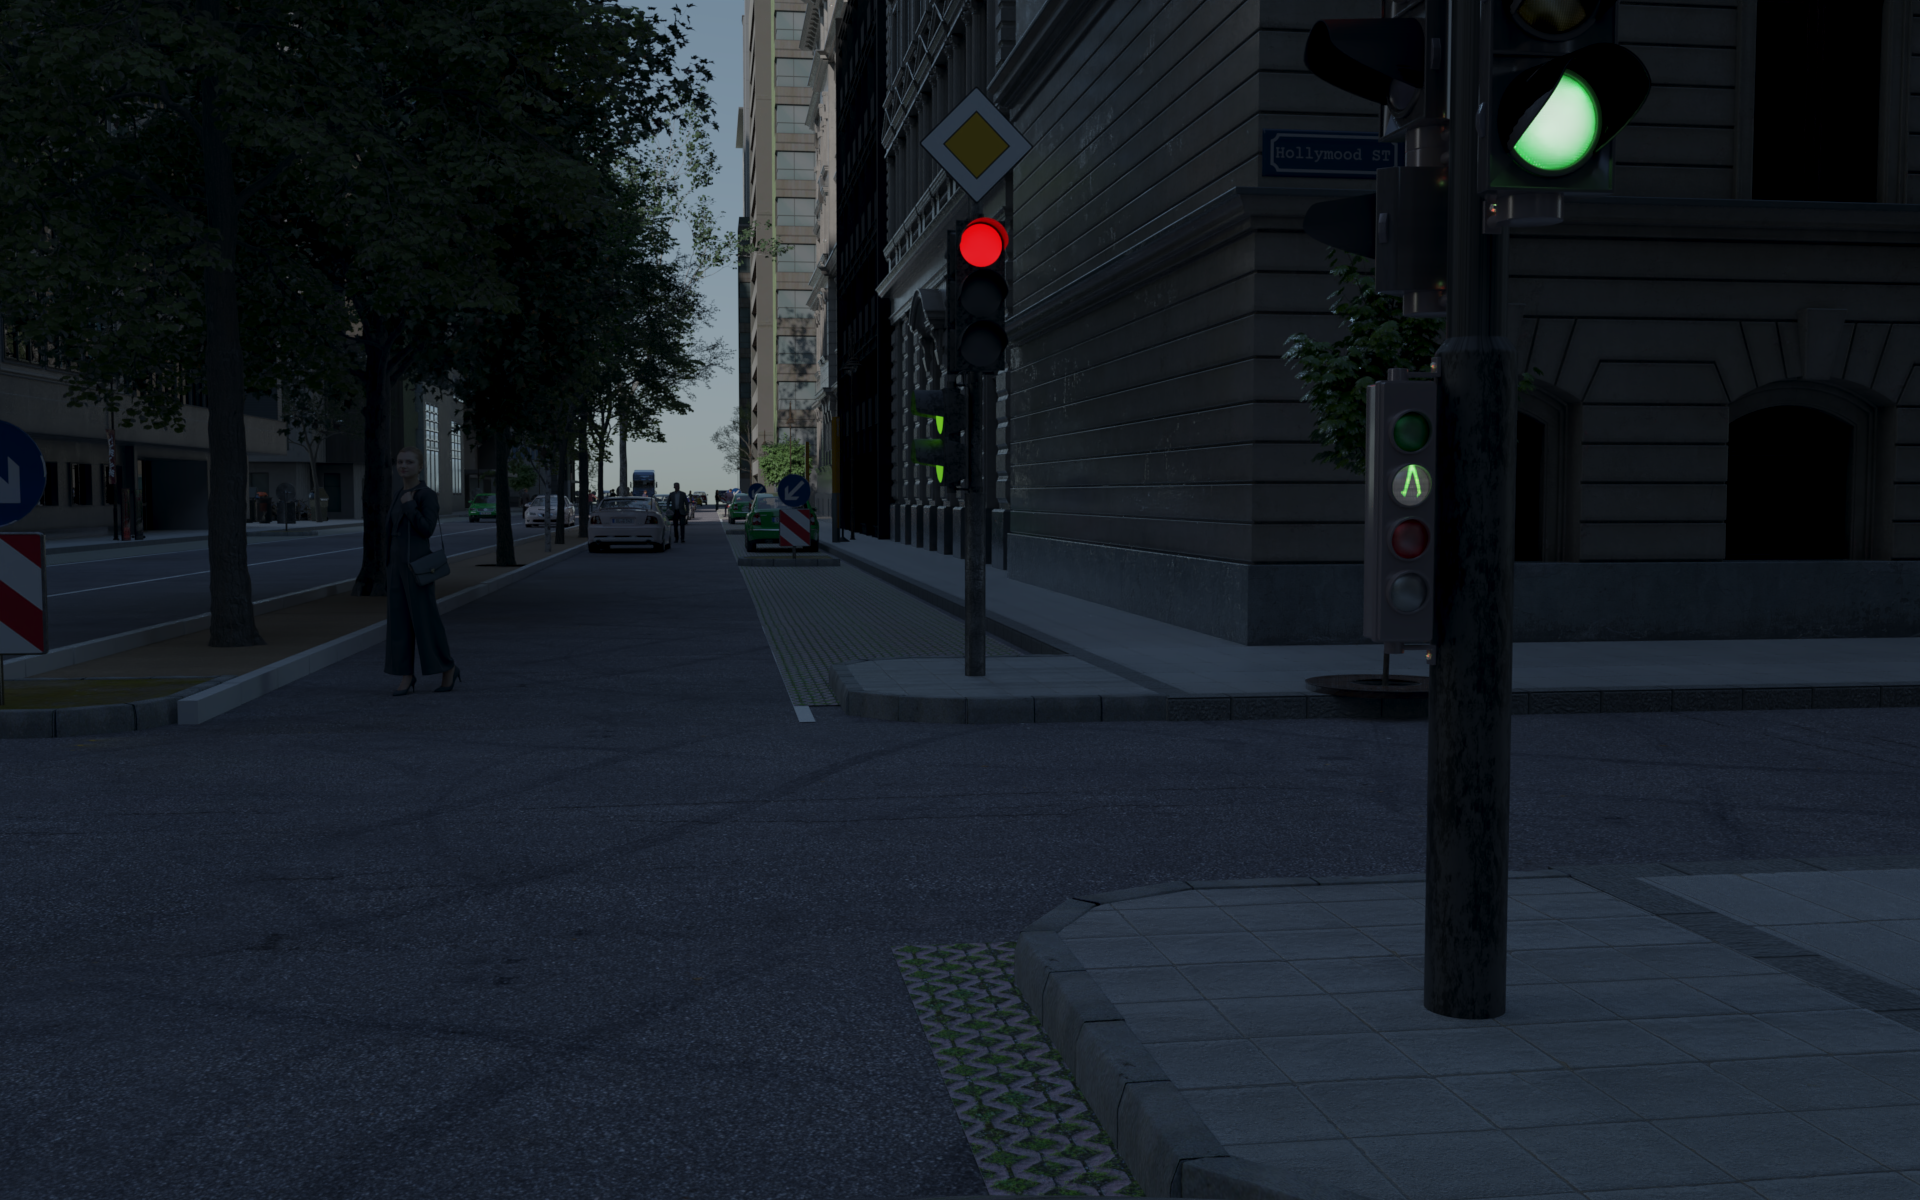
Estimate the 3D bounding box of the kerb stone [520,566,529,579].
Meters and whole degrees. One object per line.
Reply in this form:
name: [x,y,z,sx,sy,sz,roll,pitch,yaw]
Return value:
kerb stone: [-7.500,-0.444,29.502,0.120,0.150,1.000,-1,4,-8]

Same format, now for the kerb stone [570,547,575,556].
kerb stone: [-8.975,-1.067,39.635,0.120,0.150,1.000,-1,4,-8]

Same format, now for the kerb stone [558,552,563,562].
kerb stone: [-8.539,-0.881,36.596,0.120,0.150,1.000,-1,4,-8]

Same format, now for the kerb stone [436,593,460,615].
kerb stone: [-6.337,0.049,21.388,0.120,0.150,1.000,-1,4,-8]

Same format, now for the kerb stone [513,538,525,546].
kerb stone: [-12.365,-1.604,48.486,0.120,0.150,1.000,-1,4,-8]

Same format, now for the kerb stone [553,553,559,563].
kerb stone: [-8.389,-0.817,35.585,0.120,0.150,1.000,-1,4,-8]

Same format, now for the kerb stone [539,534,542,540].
kerb stone: [-13.104,-1.918,53.548,0.120,0.150,1.000,-1,4,-8]

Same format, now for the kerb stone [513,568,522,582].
kerb stone: [-7.358,-0.382,28.490,0.120,0.150,1.000,-1,4,-8]

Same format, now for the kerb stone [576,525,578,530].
kerb stone: [-15.152,-2.786,67.778,0.120,0.150,1.000,-1,4,-8]

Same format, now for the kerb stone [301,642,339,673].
kerb stone: [-5.316,0.483,14.303,0.120,0.150,1.000,-1,4,-8]

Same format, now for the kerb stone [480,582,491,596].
kerb stone: [-6.780,-0.124,24.431,0.120,0.150,1.000,-1,4,-8]

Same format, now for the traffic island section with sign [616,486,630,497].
traffic island section with sign: [-16.665,-4.726,85.406,2.006,1.907,1.989,-1,4,-8]

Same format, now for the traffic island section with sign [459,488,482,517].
traffic island section with sign: [-30.129,-6.081,108.050,1.989,1.847,2.006,-1,4,-8]

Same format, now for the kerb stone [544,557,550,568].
kerb stone: [-8.093,-0.695,33.556,0.120,0.150,1.000,-1,4,-8]

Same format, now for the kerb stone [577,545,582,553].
kerb stone: [-9.261,-1.182,41.659,0.120,0.150,1.000,-1,4,-8]

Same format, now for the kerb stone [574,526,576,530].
kerb stone: [-15.013,-2.723,66.764,0.120,0.150,1.000,-1,4,-8]

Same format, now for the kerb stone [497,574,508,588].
kerb stone: [-7.066,-0.260,26.467,0.120,0.150,1.000,-1,4,-8]

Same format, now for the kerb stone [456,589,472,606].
kerb stone: [-6.484,-0.011,22.408,0.120,0.150,1.000,-1,4,-8]

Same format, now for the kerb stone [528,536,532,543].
kerb stone: [-12.661,-1.728,50.508,0.120,0.150,1.000,-1,4,-8]

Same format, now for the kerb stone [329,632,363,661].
kerb stone: [-5.461,0.421,15.315,0.120,0.150,1.000,-1,4,-8]

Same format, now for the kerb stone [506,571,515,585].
kerb stone: [-7.218,-0.321,27.477,0.120,0.150,1.000,-1,4,-8]

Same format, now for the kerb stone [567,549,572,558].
kerb stone: [-8.819,-1.005,38.625,0.120,0.150,1.000,-1,4,-8]

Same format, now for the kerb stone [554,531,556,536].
kerb stone: [-13.983,-2.290,59.641,0.120,0.150,1.000,-1,4,-8]

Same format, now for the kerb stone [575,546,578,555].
kerb stone: [-9.117,-1.128,40.647,0.120,0.150,1.000,-1,4,-8]

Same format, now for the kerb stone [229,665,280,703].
kerb stone: [-5.023,0.607,12.274,0.120,0.150,1.000,-1,4,-8]

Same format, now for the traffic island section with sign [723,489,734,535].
traffic island section with sign: [-7.326,-3.237,61.549,1.989,1.847,2.006,-1,4,-8]

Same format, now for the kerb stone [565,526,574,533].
kerb stone: [-14.859,-2.659,65.743,0.120,0.150,1.000,-1,4,-8]

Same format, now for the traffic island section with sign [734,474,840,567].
traffic island section with sign: [-3.478,-1.605,34.868,1.989,1.847,2.006,-1,4,-8]

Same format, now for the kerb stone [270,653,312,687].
kerb stone: [-5.170,0.545,13.286,0.120,0.150,1.000,-1,4,-8]

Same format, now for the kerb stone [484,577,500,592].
kerb stone: [-6.921,-0.199,25.448,0.120,0.150,1.000,-1,4,-8]

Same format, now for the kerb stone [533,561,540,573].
kerb stone: [-7.804,-0.570,31.523,0.120,0.150,1.000,-1,4,-8]

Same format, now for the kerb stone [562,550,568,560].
kerb stone: [-8.676,-0.940,37.611,0.120,0.150,1.000,-1,4,-8]

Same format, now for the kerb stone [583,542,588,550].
kerb stone: [-9.554,-1.314,43.687,0.120,0.150,1.000,-1,4,-8]

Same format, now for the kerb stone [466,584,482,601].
kerb stone: [-6.631,-0.075,23.420,0.120,0.150,1.000,-1,4,-8]

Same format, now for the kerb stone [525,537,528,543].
kerb stone: [-12.529,-1.670,49.495,0.120,0.150,1.000,-1,4,-8]

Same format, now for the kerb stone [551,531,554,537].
kerb stone: [-13.683,-2.166,57.616,0.120,0.150,1.000,-1,4,-8]

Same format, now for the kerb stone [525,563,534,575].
kerb stone: [-7.656,-0.509,30.512,0.120,0.150,1.000,-1,4,-8]

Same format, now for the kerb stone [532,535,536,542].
kerb stone: [-12.810,-1.794,51.522,0.120,0.150,1.000,-1,4,-8]

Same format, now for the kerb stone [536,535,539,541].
kerb stone: [-12.951,-1.856,52.538,0.120,0.150,1.000,-1,4,-8]

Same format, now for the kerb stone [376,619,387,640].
kerb stone: [-5.756,0.297,17.341,0.120,0.150,1.000,-1,4,-8]

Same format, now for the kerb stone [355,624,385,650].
kerb stone: [-5.606,0.359,16.327,0.120,0.150,1.000,-1,4,-8]

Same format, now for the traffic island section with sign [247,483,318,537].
traffic island section with sign: [-23.044,-3.084,59.048,1.989,1.847,2.006,-1,4,-8]

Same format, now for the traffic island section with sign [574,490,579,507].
traffic island section with sign: [-42.069,-11.135,190.678,1.989,1.847,2.006,-1,4,-8]

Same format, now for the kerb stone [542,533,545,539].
kerb stone: [-13.242,-1.978,54.570,0.120,0.150,1.000,-1,4,-8]

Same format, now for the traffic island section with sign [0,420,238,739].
traffic island section with sign: [-5.916,-0.177,11.038,2.006,1.907,1.989,-1,4,-8]

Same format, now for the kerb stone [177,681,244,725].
kerb stone: [-4.873,0.670,11.264,0.120,0.150,1.000,-1,4,-8]

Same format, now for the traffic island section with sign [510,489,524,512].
traffic island section with sign: [-34.005,-7.721,134.873,1.989,1.847,2.006,-1,4,-8]

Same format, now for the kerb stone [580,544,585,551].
kerb stone: [-9.408,-1.252,42.670,0.120,0.150,1.000,-1,4,-8]

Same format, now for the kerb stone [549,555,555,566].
kerb stone: [-8.241,-0.754,34.568,0.120,0.150,1.000,-1,4,-8]

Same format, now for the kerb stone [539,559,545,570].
kerb stone: [-7.954,-0.633,32.539,0.120,0.150,1.000,-1,4,-8]
